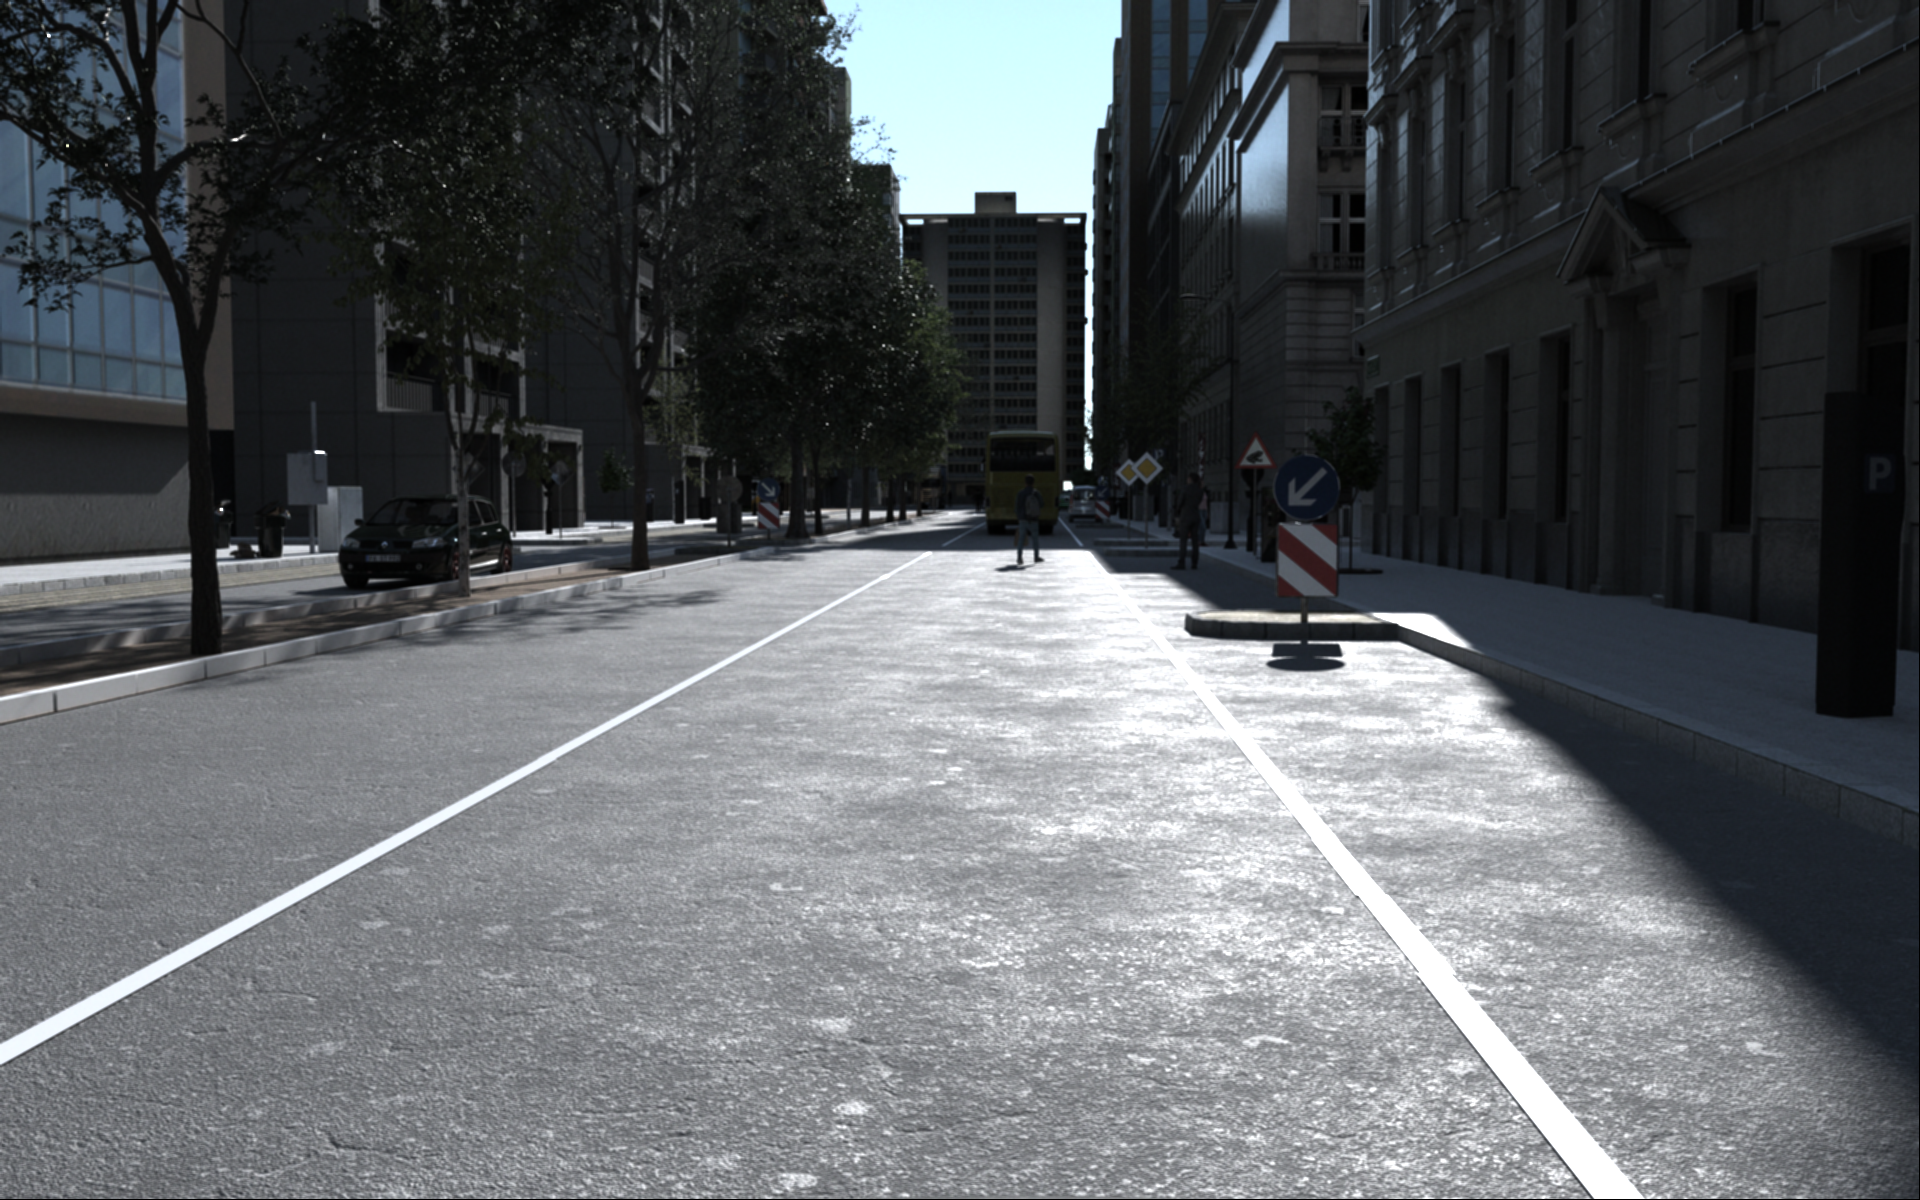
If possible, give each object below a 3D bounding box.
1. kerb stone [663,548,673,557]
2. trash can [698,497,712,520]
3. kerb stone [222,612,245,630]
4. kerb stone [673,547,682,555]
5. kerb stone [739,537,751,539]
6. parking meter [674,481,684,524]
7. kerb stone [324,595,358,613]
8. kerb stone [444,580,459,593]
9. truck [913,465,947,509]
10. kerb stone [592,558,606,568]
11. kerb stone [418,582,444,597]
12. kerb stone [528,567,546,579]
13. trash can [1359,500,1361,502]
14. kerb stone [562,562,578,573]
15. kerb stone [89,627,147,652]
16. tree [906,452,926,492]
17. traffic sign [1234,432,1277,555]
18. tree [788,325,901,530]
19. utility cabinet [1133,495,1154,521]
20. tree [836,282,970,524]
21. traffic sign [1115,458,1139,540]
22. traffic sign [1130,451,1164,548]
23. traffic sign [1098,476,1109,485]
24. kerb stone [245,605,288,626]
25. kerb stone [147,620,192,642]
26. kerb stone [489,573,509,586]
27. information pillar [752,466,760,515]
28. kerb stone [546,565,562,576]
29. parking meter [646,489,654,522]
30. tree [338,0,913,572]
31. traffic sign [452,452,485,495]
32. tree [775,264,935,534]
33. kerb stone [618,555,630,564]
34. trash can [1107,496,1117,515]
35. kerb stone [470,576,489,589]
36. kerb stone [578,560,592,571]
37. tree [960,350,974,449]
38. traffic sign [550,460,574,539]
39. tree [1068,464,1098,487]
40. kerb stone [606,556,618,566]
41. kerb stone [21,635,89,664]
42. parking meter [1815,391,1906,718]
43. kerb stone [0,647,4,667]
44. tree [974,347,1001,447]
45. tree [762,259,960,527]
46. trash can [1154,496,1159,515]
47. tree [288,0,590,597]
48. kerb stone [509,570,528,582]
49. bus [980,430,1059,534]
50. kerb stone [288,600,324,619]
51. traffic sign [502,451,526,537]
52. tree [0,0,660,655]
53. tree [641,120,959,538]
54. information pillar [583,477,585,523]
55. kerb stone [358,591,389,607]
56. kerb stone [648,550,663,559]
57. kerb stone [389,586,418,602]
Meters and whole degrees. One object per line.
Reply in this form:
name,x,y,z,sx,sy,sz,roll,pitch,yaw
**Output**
kerb stone,-6.794,-1.061,39.609,0.120,0.150,1.000,0,4,3
trash can,-12.657,-4.546,85.984,0.748,1.137,0.748,0,3,0
kerb stone,-7.783,0.251,18.099,0.120,0.150,1.000,0,4,3
kerb stone,-6.755,-1.128,40.632,0.120,0.150,1.000,0,4,3
kerb stone,-6.301,-1.722,50.376,0.120,0.150,1.000,0,4,3
parking meter,-12.109,-4.220,74.713,0.399,1.863,0.255,3,4,38
kerb stone,-7.648,0.063,21.167,0.120,0.150,1.000,0,4,3
kerb stone,-7.450,-0.188,25.263,0.120,0.150,1.000,0,4,3
truck,-2.778,-10.922,167.494,2.839,4.237,11.283,0,4,2
kerb stone,-7.082,-0.689,33.460,0.120,0.150,1.000,0,4,3
kerb stone,-7.494,-0.125,24.233,0.120,0.150,1.000,0,4,3
kerb stone,-7.265,-0.439,29.373,0.120,0.150,1.000,0,4,3
trash can,9.826,-1.796,41.026,0.748,1.137,0.748,0,3,0
kerb stone,-7.168,-0.564,31.415,0.120,0.150,1.000,0,4,3
kerb stone,-7.875,0.376,16.045,0.120,0.150,1.000,0,4,3
tree,-3.274,-8.997,99.923,4.360,8.622,3.978,0,3,0
traffic sign,6.159,-2.209,36.115,0.884,2.594,0.081,1,4,11
tree,-4.403,-7.074,68.484,4.360,8.622,3.978,0,3,0
utility cabinet,8.672,-4.326,81.885,1.020,1.237,0.306,-2,4,-24
tree,-3.307,-9.514,83.768,9.928,11.665,9.643,0,3,0
traffic sign,4.755,-2.759,48.753,0.795,2.450,0.064,0,4,3
traffic sign,4.392,-2.271,40.776,0.795,2.450,0.064,0,4,3
traffic sign,9.951,-7.351,120.293,0.768,2.556,0.104,0,4,5
kerb stone,-7.727,0.188,19.125,0.120,0.150,1.000,0,4,3
kerb stone,-7.827,0.320,17.069,0.120,0.150,1.000,0,4,3
kerb stone,-7.364,-0.306,27.316,0.120,0.150,1.000,0,4,3
information pillar,-12.253,-6.878,103.806,0.504,3.616,0.183,-1,4,-14
kerb stone,-7.226,-0.500,30.394,0.120,0.150,1.000,0,4,3
parking meter,-14.232,-4.344,79.430,0.372,1.533,0.369,0,3,0
tree,-5.944,-7.276,31.783,12.009,13.543,11.850,0,3,0
traffic sign,-11.785,-2.317,41.530,0.795,2.450,0.064,0,4,3
tree,-4.949,-7.606,61.225,8.767,10.594,7.601,0,4,3
kerb stone,-6.991,-0.814,35.507,0.120,0.150,1.000,0,4,3
trash can,9.352,-5.794,106.384,0.748,1.137,0.748,0,3,0
kerb stone,-7.402,-0.249,26.289,0.120,0.150,1.000,0,4,3
kerb stone,-7.127,-0.625,32.439,0.120,0.150,1.000,0,4,3
tree,-3.145,-10.517,92.531,7.486,12.596,7.792,0,3,0
traffic sign,-11.422,-2.805,49.507,0.795,2.450,0.064,0,4,3
tree,14.270,-13.270,200.683,4.285,4.588,4.351,0,3,0
kerb stone,-7.038,-0.750,34.486,0.120,0.150,1.000,0,4,3
kerb stone,-7.912,0.439,15.023,0.120,0.150,1.000,0,4,3
parking meter,5.213,-0.264,10.021,0.399,1.863,0.255,-1,4,-18
kerb stone,-7.965,0.501,14.000,0.120,0.150,1.000,0,4,3
tree,-2.533,-11.938,108.018,12.009,13.543,11.850,0,3,0
tree,-4.160,-9.410,74.439,7.486,12.596,7.792,0,3,0
trash can,11.627,-5.677,104.465,0.748,1.137,0.748,0,3,0
tree,-6.835,-4.323,23.506,4.737,8.622,4.395,0,3,0
kerb stone,-7.314,-0.375,28.344,0.120,0.150,1.000,0,4,3
bus,2.212,-4.511,65.298,2.896,3.916,12.252,0,4,1
kerb stone,-7.692,0.126,20.146,0.120,0.150,1.000,0,4,3
traffic sign,-13.224,-3.132,51.321,0.768,2.556,0.104,1,4,9
tree,-6.674,-4.807,15.470,8.767,10.594,7.601,0,4,3
tree,-4.949,-8.134,52.461,9.611,12.733,9.660,0,3,0
information pillar,-16.748,-4.407,76.551,0.304,2.012,0.304,0,4,-2
kerb stone,-7.591,0.001,22.192,0.120,0.150,1.000,0,4,3
kerb stone,-6.841,-1.003,38.588,0.120,0.150,1.000,0,4,3
kerb stone,-7.544,-0.060,23.213,0.120,0.150,1.000,0,4,3
